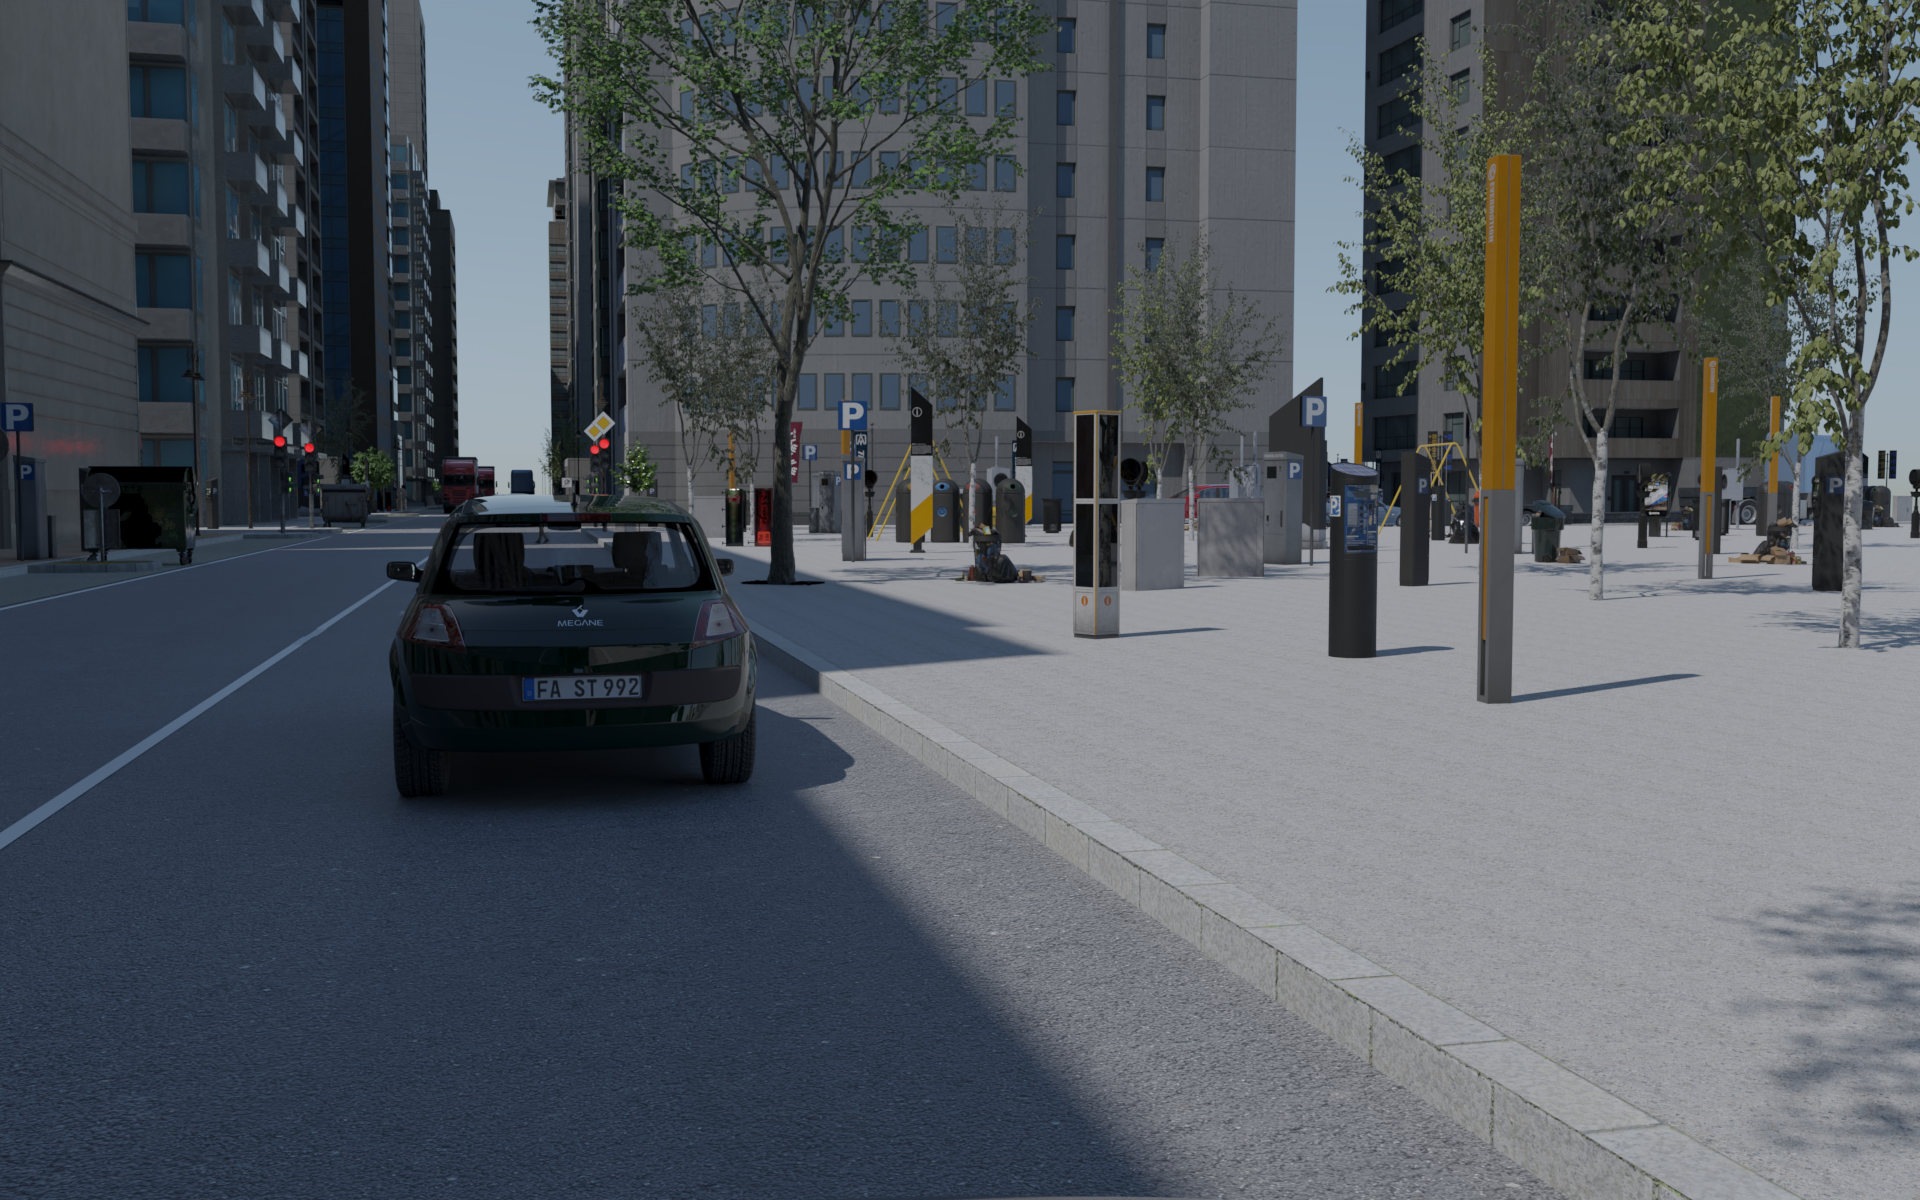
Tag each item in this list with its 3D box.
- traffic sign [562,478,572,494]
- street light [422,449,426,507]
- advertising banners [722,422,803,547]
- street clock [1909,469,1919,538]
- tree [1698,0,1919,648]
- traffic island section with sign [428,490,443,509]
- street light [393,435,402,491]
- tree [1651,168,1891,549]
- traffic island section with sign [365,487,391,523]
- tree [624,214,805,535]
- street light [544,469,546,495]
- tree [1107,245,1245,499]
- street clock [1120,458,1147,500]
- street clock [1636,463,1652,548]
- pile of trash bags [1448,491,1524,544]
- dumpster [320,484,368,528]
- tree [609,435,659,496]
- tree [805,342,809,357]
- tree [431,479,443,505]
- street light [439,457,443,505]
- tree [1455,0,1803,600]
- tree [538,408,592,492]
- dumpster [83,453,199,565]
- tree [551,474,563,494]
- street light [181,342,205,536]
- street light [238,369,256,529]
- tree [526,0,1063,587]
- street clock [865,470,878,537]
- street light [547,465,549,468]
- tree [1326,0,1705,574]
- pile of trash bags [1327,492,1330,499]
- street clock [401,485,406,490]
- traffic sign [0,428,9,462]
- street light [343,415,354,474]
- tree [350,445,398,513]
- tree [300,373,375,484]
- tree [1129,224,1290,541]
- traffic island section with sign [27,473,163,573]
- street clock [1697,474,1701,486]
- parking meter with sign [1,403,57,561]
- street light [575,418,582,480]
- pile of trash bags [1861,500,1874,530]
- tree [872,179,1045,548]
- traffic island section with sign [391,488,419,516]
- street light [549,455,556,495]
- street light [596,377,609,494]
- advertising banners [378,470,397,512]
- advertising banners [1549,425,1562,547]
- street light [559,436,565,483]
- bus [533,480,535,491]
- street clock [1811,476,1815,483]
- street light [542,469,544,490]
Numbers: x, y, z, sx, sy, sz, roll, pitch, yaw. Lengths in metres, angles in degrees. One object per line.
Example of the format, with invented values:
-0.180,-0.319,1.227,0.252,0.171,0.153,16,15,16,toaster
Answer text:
-25.147,-6.651,110.869,0.606,2.300,0.079,-1,4,-11,traffic sign
-53.836,-12.320,174.218,0.468,5.910,1.993,-1,4,-14,street light
-4.797,-2.805,42.051,2.074,3.025,0.090,1,4,13,advertising banners
27.672,-2.786,50.118,0.358,2.002,0.471,0,4,-2,street clock
7.204,-3.910,14.290,4.737,8.622,4.395,0,3,0,tree
-48.478,-9.337,161.291,1.989,1.847,2.006,-1,4,-14,traffic island section with sign
-44.823,-10.135,138.500,0.468,5.910,1.993,-1,4,-14,street light
19.331,-5.502,40.319,4.360,8.622,3.978,0,3,0,tree
-29.589,-4.743,86.176,1.989,1.847,2.006,-1,4,-14,traffic island section with sign
-7.006,-5.834,45.755,4.360,8.622,3.978,0,3,0,tree
-53.179,-15.372,224.111,0.468,5.910,1.993,-1,4,-14,street light
6.233,-6.236,52.321,4.737,8.622,4.395,0,3,0,tree
3.424,-1.846,34.754,0.471,2.002,0.358,1,4,17,street clock
16.159,-2.226,40.960,0.358,2.002,0.471,0,4,5,street clock
13.518,-2.132,44.616,1.912,1.369,3.447,1,4,19,pile of trash bags
-26.027,-3.979,73.277,1.865,1.857,1.264,-1,4,-13,dumpster
-10.762,-3.836,57.327,1.663,3.219,1.824,0,3,0,tree
-6.670,-6.309,53.512,4.360,8.622,3.978,0,3,0,tree
-65.783,-13.613,217.172,1.663,3.219,1.824,0,3,0,tree
-62.580,-14.455,209.125,0.468,5.910,1.993,-1,4,-14,street light
7.872,-4.311,20.845,4.360,8.622,3.978,0,3,0,tree
-33.391,-12.068,147.679,4.737,8.622,4.395,0,3,0,tree
-16.409,-1.822,34.735,1.985,2.255,1.502,-1,4,-15,dumpster
-35.373,-9.757,154.126,1.663,3.219,1.824,0,3,0,tree
-23.405,-4.906,52.996,0.468,5.910,1.993,-1,4,-14,street light
-26.204,-5.568,63.823,0.468,5.910,1.993,-1,4,-14,street light
-2.361,-6.026,24.274,9.928,11.665,9.643,0,3,0,tree
-2.687,-2.870,51.498,0.471,2.002,0.358,0,4,3,street clock
-50.485,-14.719,213.444,0.468,5.910,1.993,-1,4,-14,street light
8.131,-4.708,27.335,4.737,8.622,4.395,0,3,0,tree
32.160,-8.855,154.539,3.447,1.369,1.912,1,4,15,pile of trash bags
-43.846,-8.071,136.524,0.358,2.002,0.471,-2,4,-31,street clock
-17.493,-1.899,31.148,0.768,2.556,0.104,-1,4,-8,traffic sign
-34.887,-7.715,98.920,0.468,5.910,1.993,-1,4,-14,street light
-39.338,-8.089,115.967,4.285,4.588,4.351,0,3,0,tree
-37.401,-9.412,104.240,4.360,8.622,3.978,0,3,0,tree
6.480,-5.917,47.111,4.360,8.622,3.978,0,3,0,tree
-16.019,-1.442,32.201,1.989,1.847,2.006,-1,4,-14,traffic island section with sign
24.731,-3.236,57.484,0.471,2.002,0.358,0,4,8,street clock
-18.164,-2.302,33.896,0.543,3.016,1.738,-1,4,-13,parking meter with sign
-22.745,-7.979,103.240,0.468,5.910,1.993,-1,4,-14,street light
31.886,-3.224,62.471,1.912,1.369,3.447,2,4,31,pile of trash bags
0.197,-5.540,40.939,4.360,8.622,3.978,0,3,0,tree
-36.239,-6.359,112.599,1.989,1.847,2.006,-1,4,-14,traffic island section with sign
-41.857,-12.582,178.508,0.468,5.910,1.993,-1,4,-14,street light
-14.108,-5.842,68.307,0.468,5.910,1.993,-1,4,-14,street light
-42.103,-8.036,127.572,0.090,3.025,2.074,1,4,22,advertising banners
13.977,-2.722,40.690,0.090,3.025,2.074,1,4,13,advertising banners
-33.012,-10.449,143.626,0.468,5.910,1.993,-1,4,-14,street light
-67.919,-17.070,270.648,2.896,3.916,12.252,-1,4,-15,bus
32.515,-3.734,65.622,0.471,2.002,0.358,-1,4,-9,street clock
-62.043,-17.505,258.988,0.468,5.910,1.993,-1,4,-14,street light
